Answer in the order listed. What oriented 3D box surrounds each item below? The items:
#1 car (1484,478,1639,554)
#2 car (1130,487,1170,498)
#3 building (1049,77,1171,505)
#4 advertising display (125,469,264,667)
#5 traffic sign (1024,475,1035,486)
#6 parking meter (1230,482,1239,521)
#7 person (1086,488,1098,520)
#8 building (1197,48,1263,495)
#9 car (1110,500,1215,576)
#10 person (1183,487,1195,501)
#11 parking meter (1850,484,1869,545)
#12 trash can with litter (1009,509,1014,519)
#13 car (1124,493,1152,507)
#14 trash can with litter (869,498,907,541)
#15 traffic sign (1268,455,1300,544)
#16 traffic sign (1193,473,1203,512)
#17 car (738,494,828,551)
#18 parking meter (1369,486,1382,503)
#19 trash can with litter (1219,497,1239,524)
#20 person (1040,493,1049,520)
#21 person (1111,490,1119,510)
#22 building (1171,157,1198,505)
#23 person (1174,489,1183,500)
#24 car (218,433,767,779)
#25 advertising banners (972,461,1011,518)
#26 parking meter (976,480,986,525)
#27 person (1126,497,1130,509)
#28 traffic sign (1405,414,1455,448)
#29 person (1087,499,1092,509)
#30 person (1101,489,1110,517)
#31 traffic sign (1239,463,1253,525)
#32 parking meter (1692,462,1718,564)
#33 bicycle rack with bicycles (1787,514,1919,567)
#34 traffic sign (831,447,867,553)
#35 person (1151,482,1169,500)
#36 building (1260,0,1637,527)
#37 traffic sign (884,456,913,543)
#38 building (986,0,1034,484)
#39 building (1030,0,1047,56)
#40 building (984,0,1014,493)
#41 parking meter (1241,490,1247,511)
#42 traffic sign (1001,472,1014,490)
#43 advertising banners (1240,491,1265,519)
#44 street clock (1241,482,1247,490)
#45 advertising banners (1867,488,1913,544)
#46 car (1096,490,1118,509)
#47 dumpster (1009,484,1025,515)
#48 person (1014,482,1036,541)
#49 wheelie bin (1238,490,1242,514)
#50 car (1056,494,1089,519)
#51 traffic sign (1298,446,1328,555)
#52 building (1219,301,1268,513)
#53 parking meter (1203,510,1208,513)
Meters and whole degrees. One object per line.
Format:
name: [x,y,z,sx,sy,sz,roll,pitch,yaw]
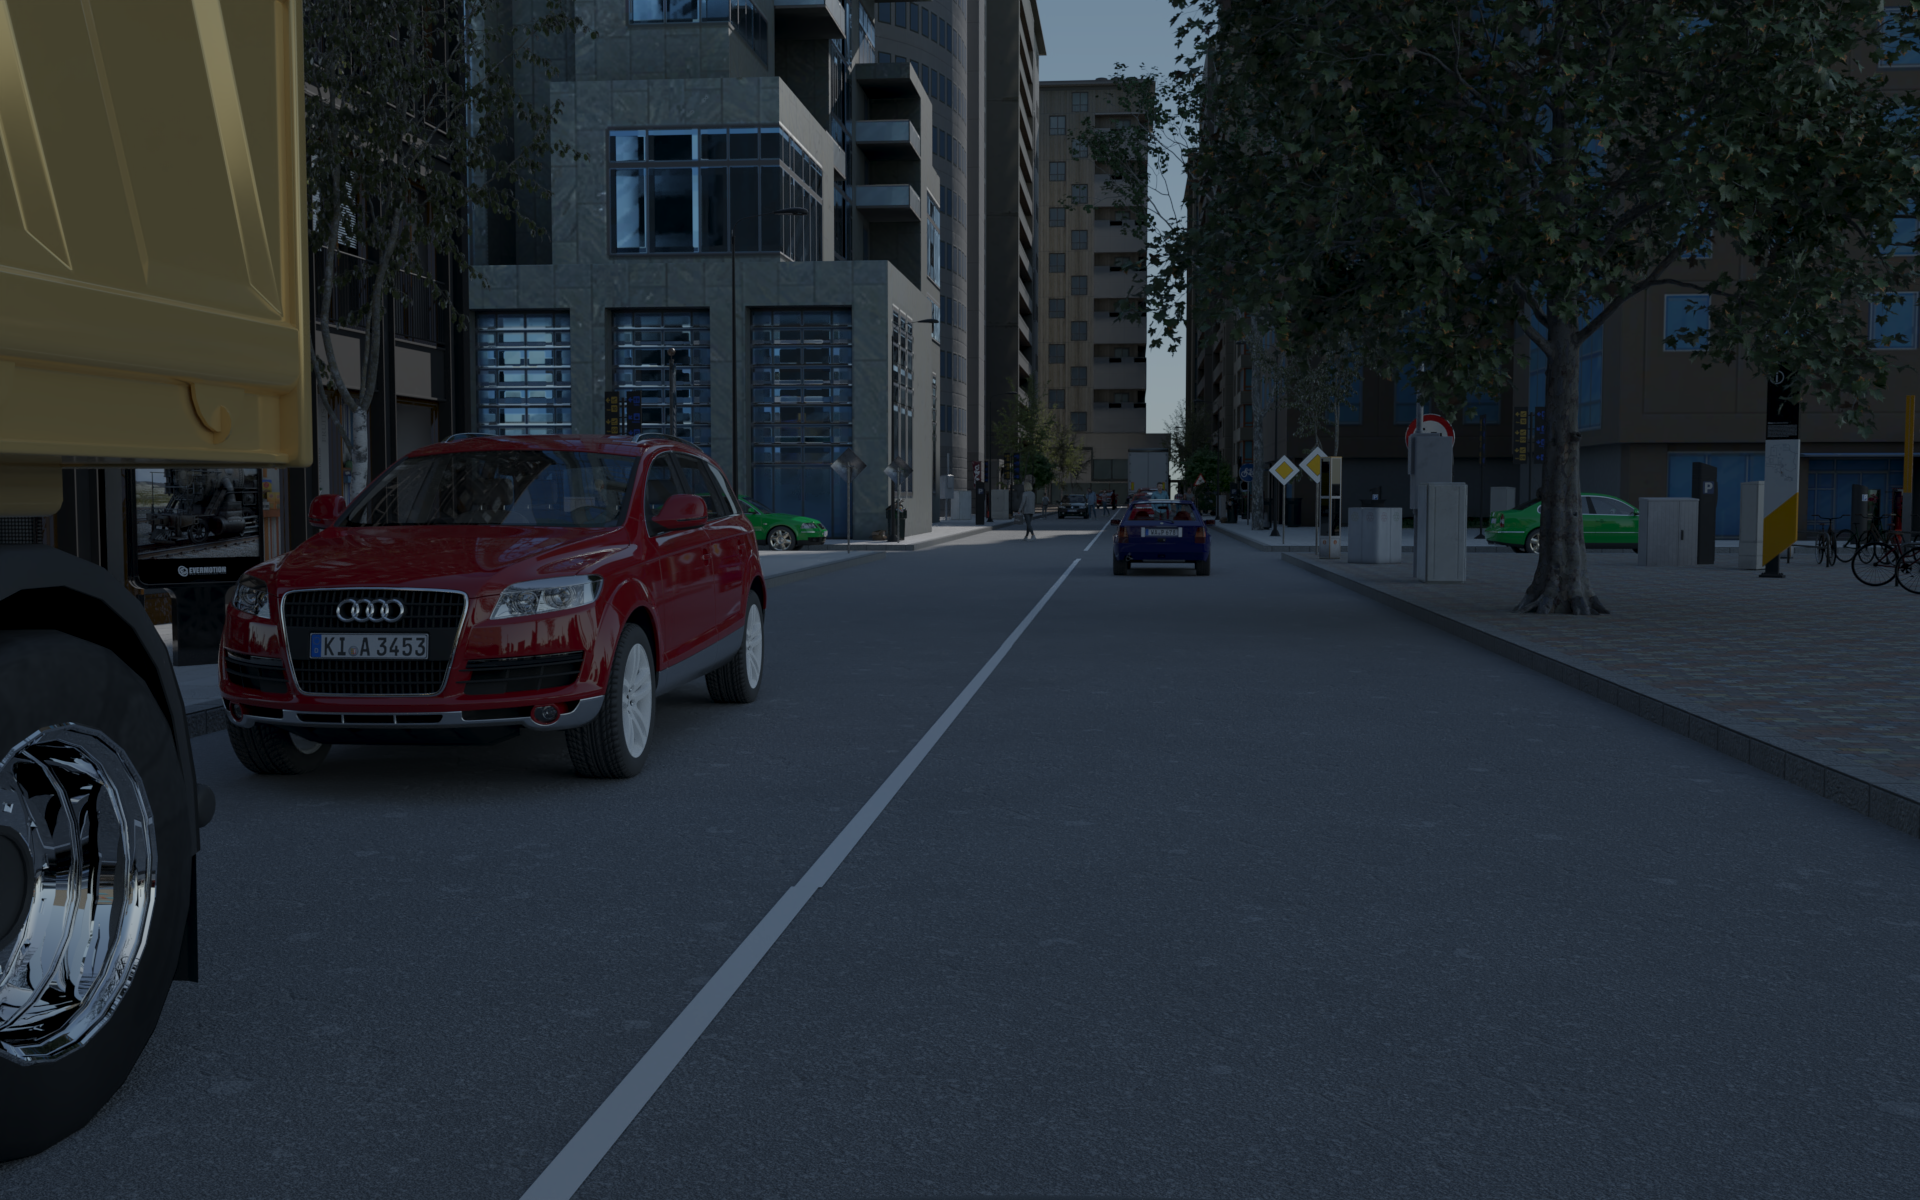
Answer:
car: [14.466,-1.880,39.541,4.718,1.807,1.959,0,4,5]
car: [10.937,-5.551,99.425,2.281,1.827,5.304,0,4,5]
building: [12.948,-38.616,220.613,27.495,52.752,28.713,0,4,6]
advertising display: [-5.719,-0.475,12.978,0.123,1.923,0.974,3,5,44]
traffic sign: [4.513,-6.900,112.916,0.768,2.556,0.104,0,4,7]
parking meter: [12.868,-4.618,81.221,0.399,1.863,0.255,1,4,15]
person: [7.281,-5.309,95.569,0.793,1.790,0.793,-1,4,-19]
building: [35.712,-33.964,179.006,21.300,48.544,21.600,0,4,6]
car: [3.717,-1.175,31.800,1.945,1.354,3.894,0,4,7]
person: [10.925,-4.548,83.221,0.716,1.782,0.532,-1,4,-10]
parking meter: [22.904,-2.184,44.111,0.372,1.533,0.369,0,3,0]
trash can with litter: [2.242,-4.675,87.824,1.055,1.170,0.624,2,4,34]
car: [8.260,-4.085,75.829,2.155,1.783,4.494,0,4,7]
trash can with litter: [-1.986,-2.213,47.562,1.055,1.170,0.624,1,4,17]
traffic sign: [8.282,-2.487,44.301,0.795,2.450,0.064,0,4,6]
traffic sign: [14.990,-6.602,107.951,0.884,2.594,0.081,0,4,8]
car: [-5.606,-2.052,42.352,4.718,1.807,1.959,0,4,4]
parking meter: [12.700,-2.726,52.989,0.372,1.533,0.369,0,3,0]
trash can with litter: [11.686,-3.921,75.490,0.624,1.170,1.055,-2,4,-28]
person: [4.742,-5.269,97.243,0.523,1.515,0.503,2,4,29]
person: [13.841,-8.996,155.545,0.705,1.831,1.348,-2,4,-25]
building: [40.565,-34.200,213.793,28.867,44.769,22.147,0,4,6]
person: [13.246,-5.849,104.969,0.563,1.720,0.643,1,4,16]
car: [-2.510,-0.110,10.468,2.281,1.827,5.304,0,4,4]
advertising banners: [1.638,-5.802,91.055,2.074,3.025,0.090,0,4,-4]
parking meter: [0.852,-4.056,72.023,0.399,1.863,0.255,0,4,-6]
person: [16.042,-9.331,164.301,0.697,1.427,0.421,-3,5,-41]
traffic sign: [7.452,-1.678,27.542,0.768,2.556,0.104,0,4,6]
person: [8.876,-6.743,119.313,0.480,1.755,0.524,-2,4,-28]
person: [9.239,-6.156,109.743,0.643,1.750,0.593,0,4,2]
traffic sign: [11.905,-4.368,71.527,0.768,2.556,0.104,1,4,9]
parking meter: [13.593,-1.586,31.641,0.399,1.863,0.255,-1,4,-12]
bicycle rack with bicycles: [16.272,-1.090,31.212,2.852,0.926,2.925,0,4,6]
traffic sign: [-2.402,-2.062,37.355,0.795,2.450,0.064,0,4,6]
person: [6.457,-2.894,55.840,0.660,1.820,0.620,-1,4,-14]
building: [20.233,-25.825,72.346,14.600,45.320,14.200,0,4,6]
traffic sign: [-1.611,-2.548,45.301,0.795,2.450,0.064,0,4,6]
building: [-4.806,-32.312,152.004,21.300,48.544,21.600,0,4,6]
building: [-5.504,-36.129,179.939,27.495,52.752,28.713,0,4,6]
building: [-6.379,-42.327,130.299,20.563,71.187,20.611,0,4,6]
parking meter: [16.365,-5.574,99.541,0.372,1.533,0.369,0,3,0]
traffic sign: [2.691,-5.963,97.606,0.768,2.556,0.104,1,4,11]
advertising banners: [15.103,-5.573,87.302,2.074,3.025,0.090,2,4,31]
street clock: [16.552,-5.873,100.590,0.358,2.002,0.471,-3,5,-39]
advertising banners: [24.118,-2.946,44.363,0.090,3.025,2.074,-3,5,-41]
car: [14.587,-9.998,172.142,2.281,1.827,5.304,0,4,4]
dumpster: [3.398,-5.720,99.282,1.264,1.857,1.865,0,4,6]
person: [2.025,-2.685,52.577,0.709,1.800,0.728,-3,5,-41]
wheelie bin: [16.875,-5.986,105.771,0.980,1.594,0.693,-3,5,-43]
car: [6.628,-5.570,100.853,2.009,1.686,4.222,0,4,6]
traffic sign: [7.492,-2.001,36.355,0.795,2.450,0.064,0,4,6]
building: [34.580,-17.586,132.572,27.650,21.520,28.899,0,4,6]
parking meter: [16.464,-6.589,116.143,0.372,1.533,0.369,0,3,0]
